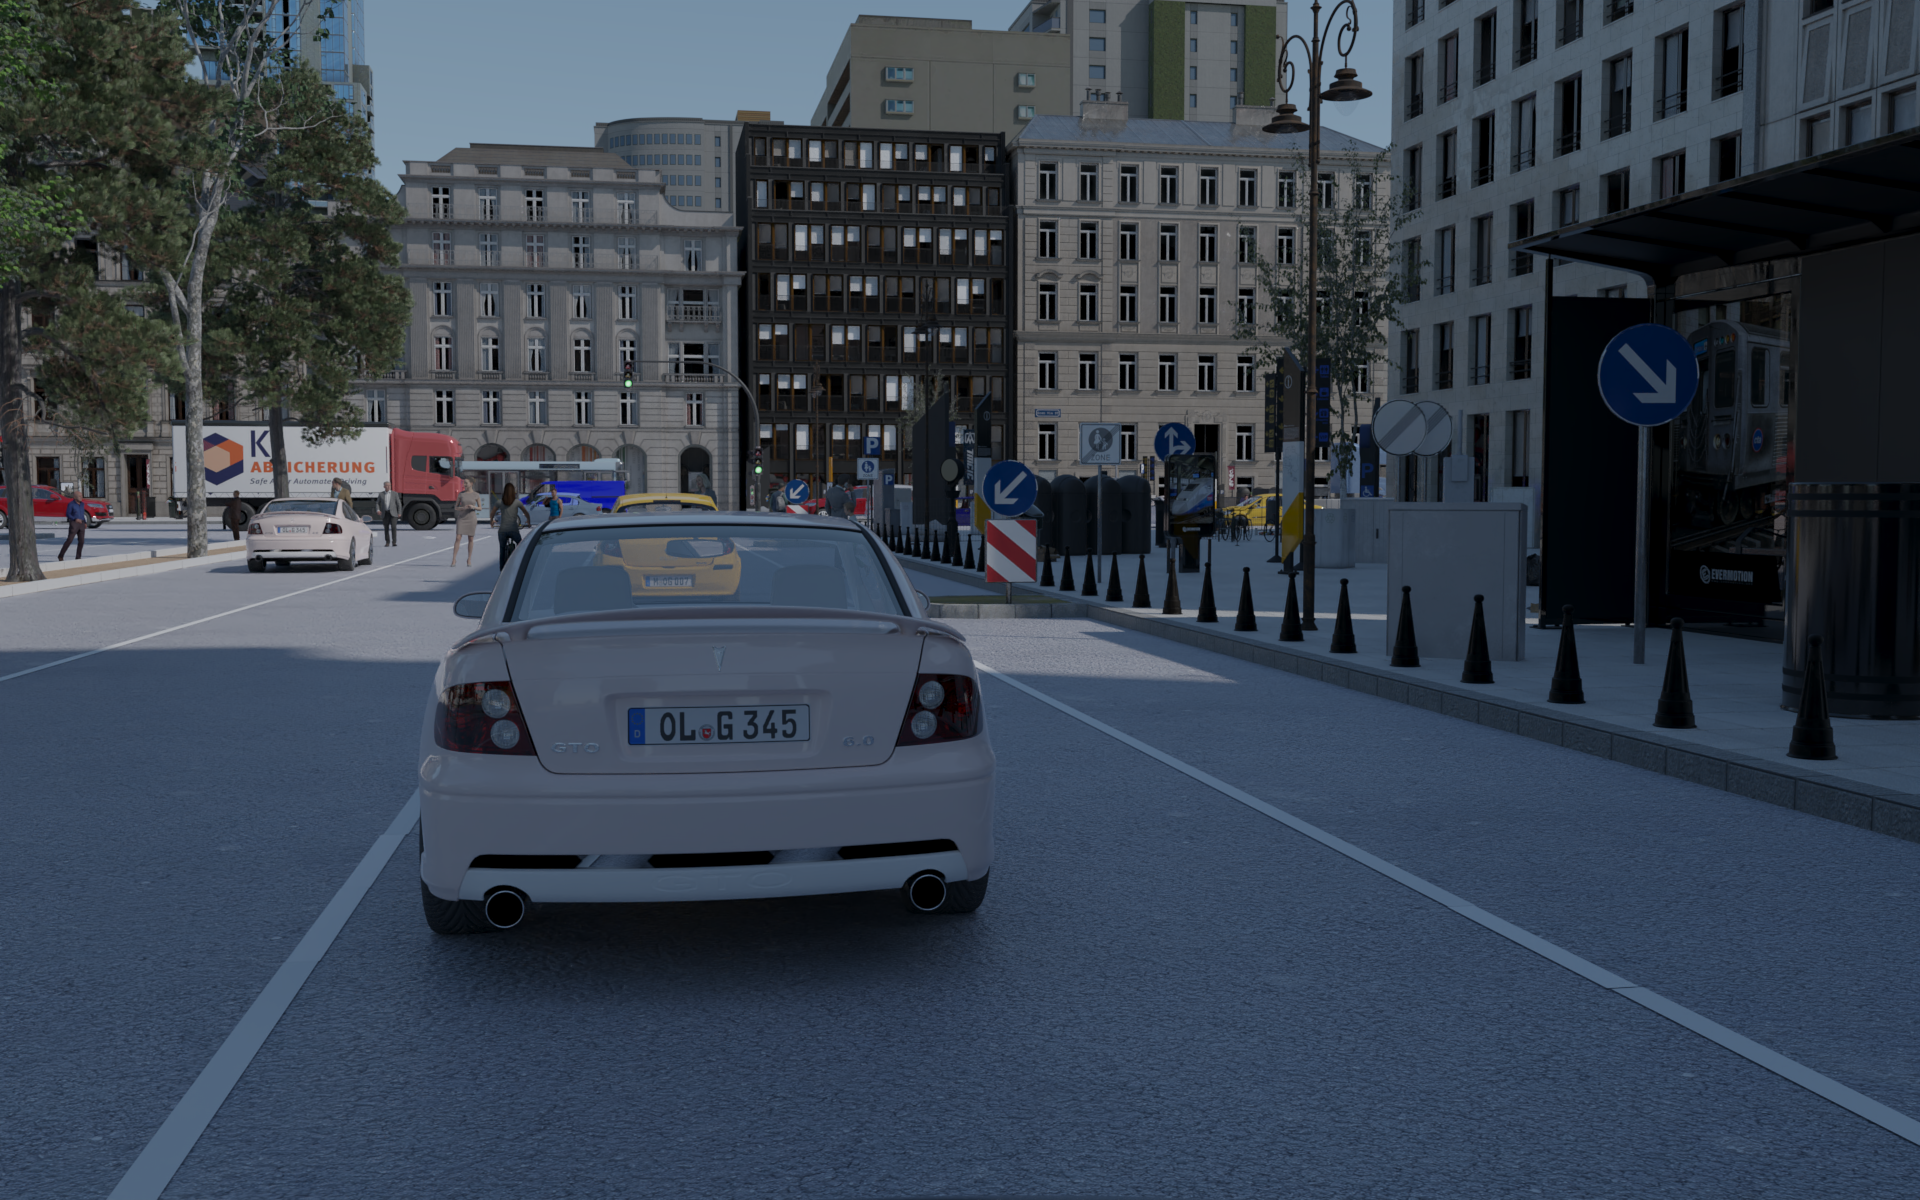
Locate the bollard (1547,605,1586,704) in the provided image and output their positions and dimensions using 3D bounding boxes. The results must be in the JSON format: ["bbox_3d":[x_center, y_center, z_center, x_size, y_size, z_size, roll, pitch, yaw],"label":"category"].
[{"bbox_3d":[3.738,0.329,10.660,0.229,0.601,0.229,0,3,0],"label":"bollard"}]

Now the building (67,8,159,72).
[{"bbox_3d":[-125.301,-49.713,251.054,20.611,71.187,20.563,-1,4,-11],"label":"building"}]

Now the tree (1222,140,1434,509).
[{"bbox_3d":[7.633,-5.195,35.300,4.360,8.622,3.978,0,3,0],"label":"tree"}]

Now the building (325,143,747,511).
[{"bbox_3d":[-25.476,-16.124,105.429,24.055,21.916,13.314,-1,4,-11],"label":"building"}]

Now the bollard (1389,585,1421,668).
[{"bbox_3d":[3.321,0.192,12.899,0.229,0.601,0.229,0,3,0],"label":"bollard"}]

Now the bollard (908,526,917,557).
[{"bbox_3d":[-0.878,-1.176,35.272,0.229,0.601,0.229,0,3,0],"label":"bollard"}]

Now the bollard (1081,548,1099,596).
[{"bbox_3d":[1.638,-0.356,21.868,0.229,0.601,0.229,0,3,0],"label":"bollard"}]

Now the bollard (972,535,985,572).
[{"bbox_3d":[0.378,-0.767,28.575,0.229,0.601,0.229,0,3,0],"label":"bollard"}]

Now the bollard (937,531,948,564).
[{"bbox_3d":[-0.254,-0.971,31.925,0.229,0.601,0.229,0,3,0],"label":"bollard"}]

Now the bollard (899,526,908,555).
[{"bbox_3d":[-1.091,-1.246,36.407,0.229,0.601,0.229,0,3,0],"label":"bollard"}]

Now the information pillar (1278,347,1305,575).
[{"bbox_3d":[5.279,-2.210,27.484,0.183,3.616,0.504,-1,4,-23],"label":"information pillar"}]

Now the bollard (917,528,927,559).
[{"bbox_3d":[-0.668,-1.108,34.158,0.229,0.601,0.229,0,3,0],"label":"bollard"}]

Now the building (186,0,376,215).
[{"bbox_3d":[-100.210,-57.744,256.785,31.000,86.520,22.319,-1,4,-11],"label":"building"}]

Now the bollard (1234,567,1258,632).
[{"bbox_3d":[2.684,-0.012,16.245,0.229,0.601,0.229,0,3,0],"label":"bollard"}]

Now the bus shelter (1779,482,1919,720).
[{"bbox_3d":[5.808,-1.745,6.159,2.179,5.291,8.768,-1,4,-11],"label":"bus shelter"}]

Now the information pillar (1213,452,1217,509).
[{"bbox_3d":[14.036,-6.403,96.051,0.183,3.616,0.504,-3,4,-38],"label":"information pillar"}]

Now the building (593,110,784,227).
[{"bbox_3d":[-41.640,-44.344,267.017,28.212,58.520,21.231,-1,4,-11],"label":"building"}]

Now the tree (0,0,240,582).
[{"bbox_3d":[-15.364,-6.324,27.910,6.751,12.117,7.091,0,3,0],"label":"tree"}]

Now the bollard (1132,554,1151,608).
[{"bbox_3d":[2.059,-0.218,19.604,0.229,0.601,0.229,0,3,0],"label":"bollard"}]

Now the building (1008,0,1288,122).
[{"bbox_3d":[21.183,-40.296,200.833,28.212,58.520,21.231,-1,4,-11],"label":"building"}]

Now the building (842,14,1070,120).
[{"bbox_3d":[-1.616,-33.691,174.553,21.300,48.544,21.600,-1,4,-11],"label":"building"}]

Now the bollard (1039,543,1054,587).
[{"bbox_3d":[1.216,-0.493,24.096,0.229,0.601,0.229,0,3,0],"label":"bollard"}]

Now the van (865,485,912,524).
[{"bbox_3d":[-2.069,-4.174,75.250,4.112,2.044,2.013,-1,4,-11],"label":"van"}]

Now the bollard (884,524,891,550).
[{"bbox_3d":[-1.510,-1.382,38.635,0.229,0.601,0.229,0,3,0],"label":"bollard"}]

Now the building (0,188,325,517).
[{"bbox_3d":[-46.532,-14.410,100.227,19.286,19.102,10.561,-1,4,-11],"label":"building"}]

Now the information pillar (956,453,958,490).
[{"bbox_3d":[-0.214,-6.273,93.919,0.183,3.616,0.504,1,4,14],"label":"information pillar"}]

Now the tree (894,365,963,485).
[{"bbox_3d":[-1.953,-9.131,99.646,4.360,8.622,3.978,0,3,0],"label":"tree"}]

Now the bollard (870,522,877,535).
[{"bbox_3d":[-1.930,-1.518,40.867,0.229,0.601,0.229,0,3,0],"label":"bollard"}]

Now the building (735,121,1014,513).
[{"bbox_3d":[-5.710,-17.067,108.721,15.834,23.373,12.332,-1,4,-11],"label":"building"}]

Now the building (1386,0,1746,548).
[{"bbox_3d":[18.723,-11.408,41.275,10.420,20.320,16.860,-1,4,-11],"label":"building"}]

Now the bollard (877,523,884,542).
[{"bbox_3d":[-1.719,-1.450,39.749,0.229,0.601,0.229,0,3,0],"label":"bollard"}]

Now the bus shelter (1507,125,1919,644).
[{"bbox_3d":[6.545,-1.358,13.491,1.731,3.624,6.357,-1,4,-11],"label":"bus shelter"}]

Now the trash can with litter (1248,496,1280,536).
[{"bbox_3d":[9.882,-2.595,53.486,1.678,1.210,2.233,-3,4,-38],"label":"trash can with litter"}]

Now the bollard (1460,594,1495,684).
[{"bbox_3d":[3.526,0.260,11.784,0.229,0.601,0.229,0,3,0],"label":"bollard"}]

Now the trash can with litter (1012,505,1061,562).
[{"bbox_3d":[1.496,-1.327,33.082,0.624,1.170,1.055,-3,5,-43],"label":"trash can with litter"}]

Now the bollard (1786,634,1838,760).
[{"bbox_3d":[4.157,0.465,8.431,0.229,0.601,0.229,0,3,0],"label":"bollard"}]

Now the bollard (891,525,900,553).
[{"bbox_3d":[-1.303,-1.314,37.521,0.229,0.601,0.229,0,3,0],"label":"bollard"}]

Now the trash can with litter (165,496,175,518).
[{"bbox_3d":[-42.192,-4.986,92.902,0.624,1.170,1.055,-1,4,-14],"label":"trash can with litter"}]

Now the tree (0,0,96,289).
[{"bbox_3d":[-13.457,-5.566,19.220,9.928,11.665,9.643,0,3,0],"label":"tree"}]

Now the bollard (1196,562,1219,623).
[{"bbox_3d":[2.483,-0.081,17.364,0.229,0.601,0.229,0,3,0],"label":"bollard"}]

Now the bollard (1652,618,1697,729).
[{"bbox_3d":[3.947,0.397,9.545,0.229,0.601,0.229,0,3,0],"label":"bollard"}]

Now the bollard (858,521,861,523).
[{"bbox_3d":[-2.349,-1.655,43.102,0.229,0.601,0.229,0,3,0],"label":"bollard"}]

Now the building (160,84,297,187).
[{"bbox_3d":[-79.655,-32.780,186.065,14.200,45.320,14.600,-1,4,-11],"label":"building"}]

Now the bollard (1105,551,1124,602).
[{"bbox_3d":[1.849,-0.287,20.728,0.229,0.601,0.229,0,3,0],"label":"bollard"}]

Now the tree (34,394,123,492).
[{"bbox_3d":[-44.732,-8.439,88.344,4.360,8.622,3.978,0,3,0],"label":"tree"}]

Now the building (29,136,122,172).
[{"bbox_3d":[-97.011,-29.493,174.093,23.993,40.220,32.217,-1,4,-11],"label":"building"}]

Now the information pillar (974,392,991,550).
[{"bbox_3d":[0.533,-2.951,39.610,0.183,3.616,0.504,3,5,45],"label":"information pillar"}]

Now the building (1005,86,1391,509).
[{"bbox_3d":[14.338,-19.295,112.741,25.104,27.353,12.463,-1,4,-11],"label":"building"}]

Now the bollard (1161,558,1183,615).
[{"bbox_3d":[2.267,-0.150,18.489,0.229,0.601,0.229,0,3,0],"label":"bollard"}]

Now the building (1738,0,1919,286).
[{"bbox_3d":[22.190,-12.543,23.105,12.078,24.808,19.932,-1,4,-11],"label":"building"}]

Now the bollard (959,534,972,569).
[{"bbox_3d":[0.165,-0.835,29.697,0.229,0.601,0.229,0,3,0],"label":"bollard"}]

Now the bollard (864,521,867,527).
[{"bbox_3d":[-2.139,-1.587,41.988,0.229,0.601,0.229,0,3,0],"label":"bollard"}]

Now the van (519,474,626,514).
[{"bbox_3d":[-17.938,-4.601,79.616,5.245,2.365,2.240,-1,4,-9],"label":"van"}]

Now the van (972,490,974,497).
[{"bbox_3d":[2.557,-4.343,78.023,4.112,2.044,2.013,-1,4,-10],"label":"van"}]

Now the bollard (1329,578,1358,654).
[{"bbox_3d":[3.106,0.124,14.012,0.229,0.601,0.229,0,3,0],"label":"bollard"}]

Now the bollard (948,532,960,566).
[{"bbox_3d":[-0.042,-0.903,30.811,0.229,0.601,0.229,0,3,0],"label":"bollard"}]

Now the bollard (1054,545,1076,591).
[{"bbox_3d":[1.424,-0.424,22.981,0.229,0.601,0.229,0,3,0],"label":"bollard"}]

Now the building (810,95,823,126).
[{"bbox_3d":[-5.157,-35.018,196.245,21.300,48.544,21.600,-1,4,-11],"label":"building"}]

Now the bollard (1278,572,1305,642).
[{"bbox_3d":[2.899,0.056,15.131,0.229,0.601,0.229,0,3,0],"label":"bollard"}]

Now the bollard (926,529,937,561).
[{"bbox_3d":[-0.461,-1.040,33.043,0.229,0.601,0.229,0,3,0],"label":"bollard"}]
